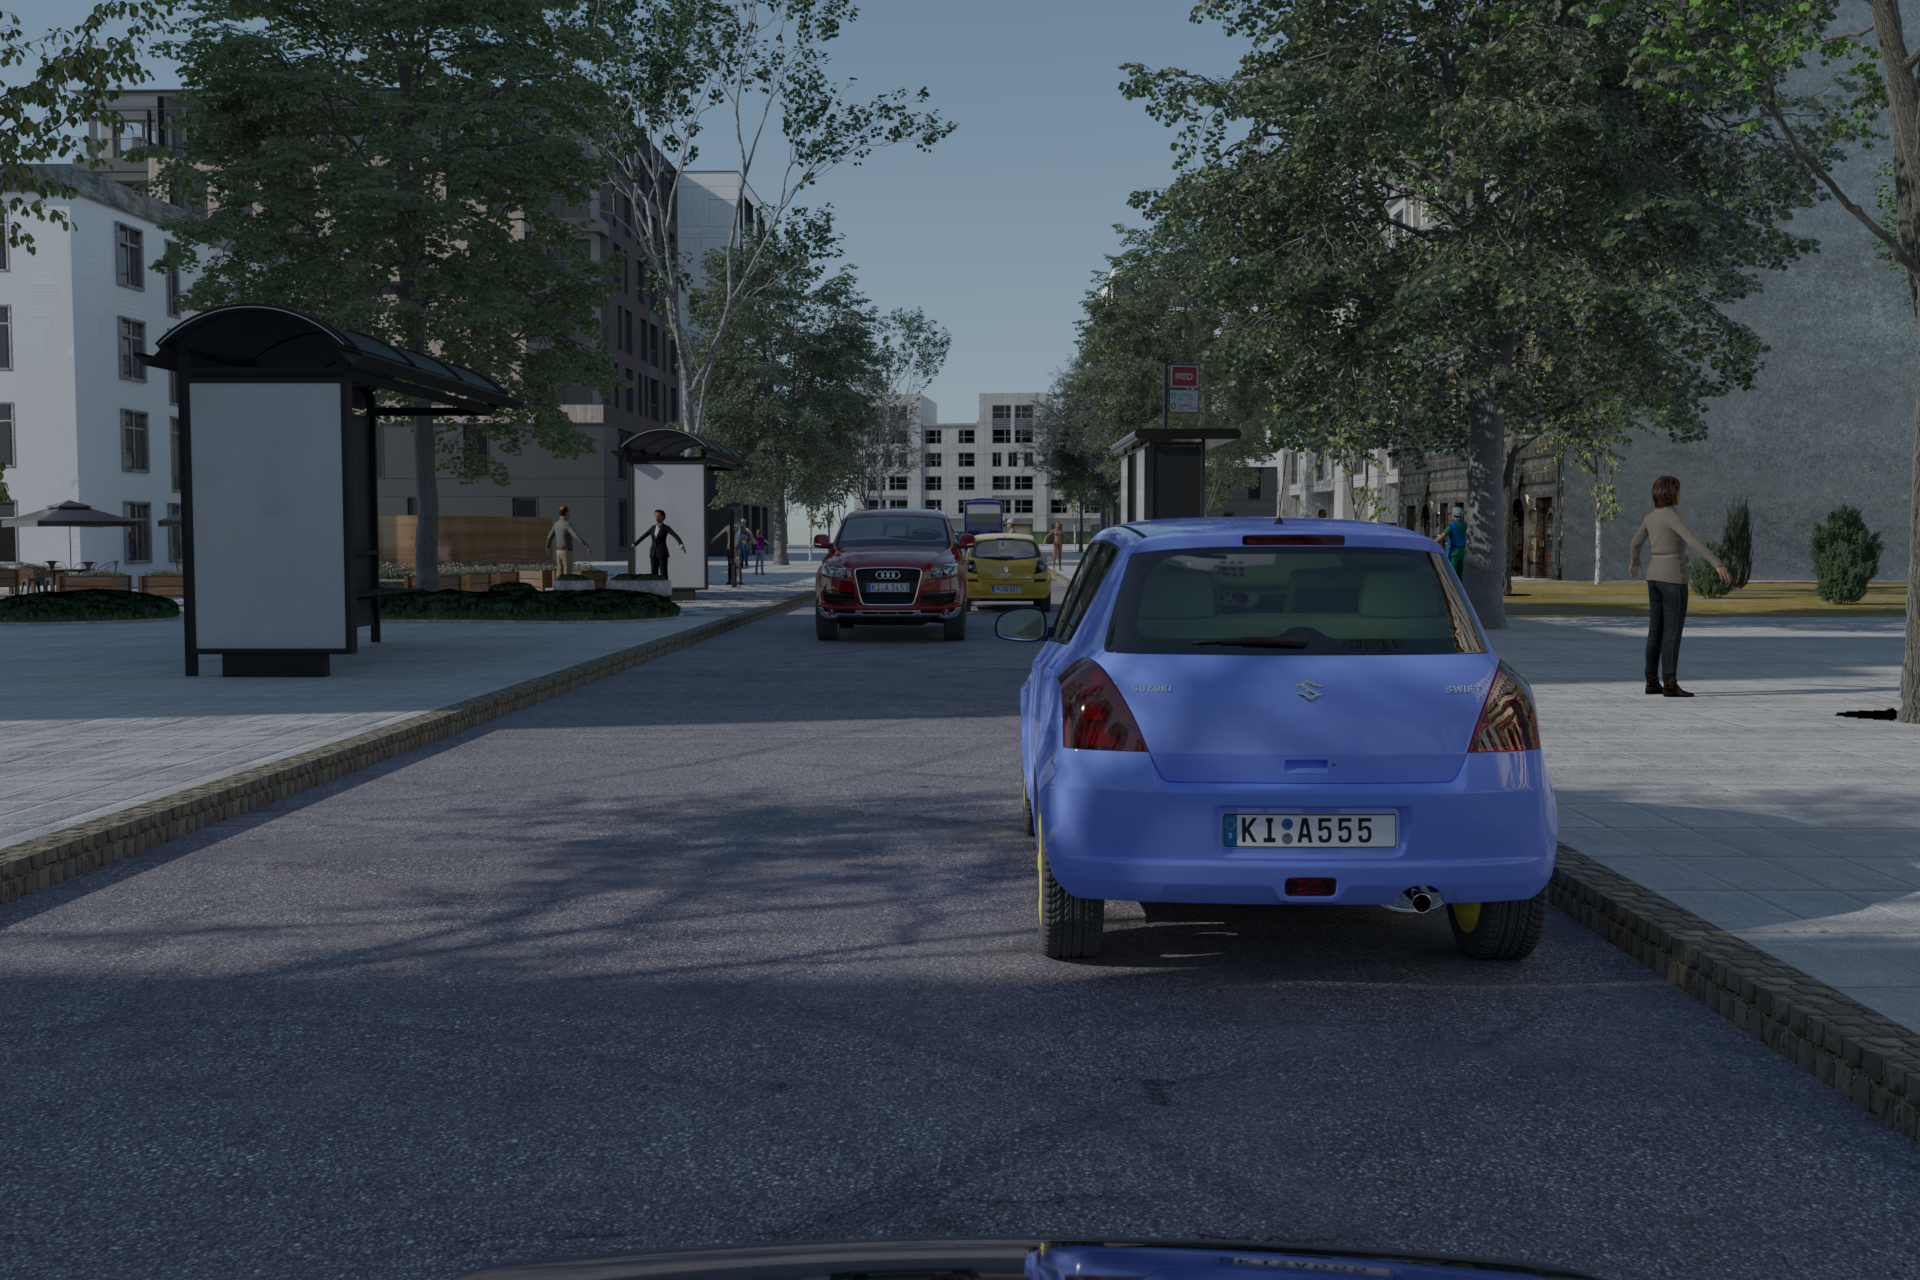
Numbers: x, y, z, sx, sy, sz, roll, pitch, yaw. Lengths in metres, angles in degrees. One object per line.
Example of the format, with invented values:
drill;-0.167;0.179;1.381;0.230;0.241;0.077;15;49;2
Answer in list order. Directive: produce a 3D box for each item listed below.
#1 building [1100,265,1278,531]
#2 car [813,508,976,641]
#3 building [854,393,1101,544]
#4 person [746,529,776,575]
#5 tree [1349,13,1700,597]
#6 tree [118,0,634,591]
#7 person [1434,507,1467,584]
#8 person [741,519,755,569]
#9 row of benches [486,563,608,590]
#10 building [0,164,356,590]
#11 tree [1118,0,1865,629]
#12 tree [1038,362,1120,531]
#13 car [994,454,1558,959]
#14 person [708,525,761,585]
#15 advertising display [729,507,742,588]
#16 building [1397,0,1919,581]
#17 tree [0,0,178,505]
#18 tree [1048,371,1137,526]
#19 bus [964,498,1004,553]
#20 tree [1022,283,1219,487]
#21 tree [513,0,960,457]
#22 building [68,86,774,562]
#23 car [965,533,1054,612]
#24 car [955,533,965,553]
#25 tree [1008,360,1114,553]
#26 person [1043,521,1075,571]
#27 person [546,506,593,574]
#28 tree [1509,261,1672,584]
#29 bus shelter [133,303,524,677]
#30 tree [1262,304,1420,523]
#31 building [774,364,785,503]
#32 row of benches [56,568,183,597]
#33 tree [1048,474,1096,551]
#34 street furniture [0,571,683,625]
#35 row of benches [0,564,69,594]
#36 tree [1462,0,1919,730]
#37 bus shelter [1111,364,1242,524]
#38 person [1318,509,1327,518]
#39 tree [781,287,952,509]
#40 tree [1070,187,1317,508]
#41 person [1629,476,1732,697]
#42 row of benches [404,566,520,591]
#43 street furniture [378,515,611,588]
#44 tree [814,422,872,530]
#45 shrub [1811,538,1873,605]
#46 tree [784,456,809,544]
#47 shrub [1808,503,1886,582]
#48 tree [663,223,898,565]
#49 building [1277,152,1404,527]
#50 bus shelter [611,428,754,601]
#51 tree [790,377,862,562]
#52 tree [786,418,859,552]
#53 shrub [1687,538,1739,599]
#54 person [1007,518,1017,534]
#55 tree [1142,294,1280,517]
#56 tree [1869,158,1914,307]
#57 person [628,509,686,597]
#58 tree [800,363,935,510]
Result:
building;25.765;-18.600;148.078;27.936;21.610;32.646;0;4;1
car;-0.914;-0.999;25.000;2.281;1.827;5.304;0;4;0
building;3.286;-21.716;223.968;31.486;18.905;16.747;0;4;6
person;-6.215;-2.729;53.886;0.991;1.433;0.599;1;4;14
tree;11.261;-6.711;35.488;9.928;11.665;9.643;0;3;0
tree;-8.534;-6.603;26.093;7.486;12.596;7.792;0;3;0
person;9.860;-1.733;34.460;1.347;1.817;0.704;-2;4;-24
person;-8.008;-3.551;63.917;1.347;1.847;0.705;3;4;37
row of benches;-8.610;-1.247;35.858;1.422;0.672;4.104;-3;5;-44
building;-24.428;-6.813;53.535;9.099;9.664;28.070;0;4;1
tree;7.020;-7.132;23.260;9.857;13.997;8.962;0;3;0
tree;8.611;-11.555;107.055;7.486;12.596;7.792;0;3;0
car;1.112;0.150;7.142;1.945;1.707;3.694;0;4;1
person;-5.699;-2.302;43.768;1.348;1.813;0.705;0;4;-3
advertising display;-5.426;-2.243;41.884;0.123;1.923;0.974;0;4;3
building;25.784;-13.760;55.906;19.493;23.208;18.063;0;4;0
tree;-8.321;-3.821;12.840;4.737;8.622;4.395;0;3;0
tree;8.393;-9.884;96.020;8.767;10.594;7.601;3;4;38
bus;1.622;-7.727;117.889;2.896;3.916;12.251;0;4;1
tree;8.087;-10.586;83.453;12.009;13.543;11.850;0;3;0
tree;-6.907;-11.857;49.754;12.611;20.169;13.585;0;3;0
building;-26.443;-15.410;95.936;27.936;21.610;32.646;0;4;2
car;0.833;-1.413;33.327;2.015;1.641;3.980;0;3;0
car;-0.626;-4.005;75.077;1.945;1.707;3.694;0;4;1
tree;8.405;-12.762;119.036;12.009;13.543;11.850;0;3;0
person;3.424;-3.269;60.248;1.217;1.733;0.721;-1;4;-22
person;-7.295;-1.579;32.086;1.348;1.796;0.705;3;5;40
tree;16.052;-5.719;43.873;4.737;8.622;4.395;0;3;0
bus shelter;-6.214;-1.471;17.980;2.014;3.302;5.546;0;3;0
tree;10.431;-5.855;46.084;4.737;8.622;4.395;0;3;0
building;-24.718;-19.834;180.708;16.016;20.090;11.380;0;4;1
row of benches;-13.898;-0.943;30.883;4.104;0.672;1.422;0;4;-1
tree;8.647;-10.982;129.922;4.737;8.622;4.395;0;3;0
street furniture;-9.254;-0.703;27.117;10.072;0.657;5.734;0;4;1
row of benches;-20.143;-1.241;35.758;1.422;0.672;4.104;1;4;13
tree;6.516;-5.250;11.588;9.928;11.665;9.643;0;3;0
bus shelter;4.568;-3.727;38.575;2.179;5.291;8.768;0;4;0
person;7.608;-1.842;36.345;1.346;1.802;0.704;-1;4;-16
tree;-7.329;-16.975;133.434;12.611;20.169;13.585;0;3;0
tree;8.154;-9.565;63.039;9.857;13.997;8.962;0;3;0
person;5.670;-0.426;13.727;0.721;1.744;1.215;-1;4;-13
row of benches;-9.236;-1.025;32.216;1.422;0.672;4.104;0;4;7
street furniture;-13.539;-2.192;42.698;11.010;1.723;9.812;1;4;23
tree;-7.030;-9.253;101.641;4.737;8.622;4.395;0;3;0
shrub;16.022;-1.245;31.470;1.383;1.207;1.383;0;3;0
tree;-22.620;-19.205;224.365;12.009;13.543;11.850;0;3;0
shrub;21.064;-2.248;41.180;1.690;2.028;1.600;0;3;0
tree;-7.403;-10.048;70.948;9.857;13.997;8.962;0;3;0
building;26.016;-13.116;80.905;16.747;18.905;31.486;0;4;0
bus shelter;-5.606;-2.558;35.749;2.014;3.302;5.546;0;4;1
tree;-6.763;-7.982;80.875;4.737;8.622;4.395;0;3;0
tree;-6.686;-8.624;91.361;4.360;8.622;3.978;0;3;0
shrub;15.000;-1.432;34.537;1.383;1.207;1.383;0;3;0
person;1.338;-2.296;45.849;0.705;1.847;1.347;1;4;17
tree;7.401;-6.335;53.945;4.360;8.622;3.978;0;3;0
tree;21.064;-6.529;32.508;9.928;11.665;9.643;0;3;0
person;-5.635;-1.562;32.263;1.216;1.740;0.721;1;4;20
tree;-6.652;-12.864;120.702;12.009;13.543;11.850;0;3;0
